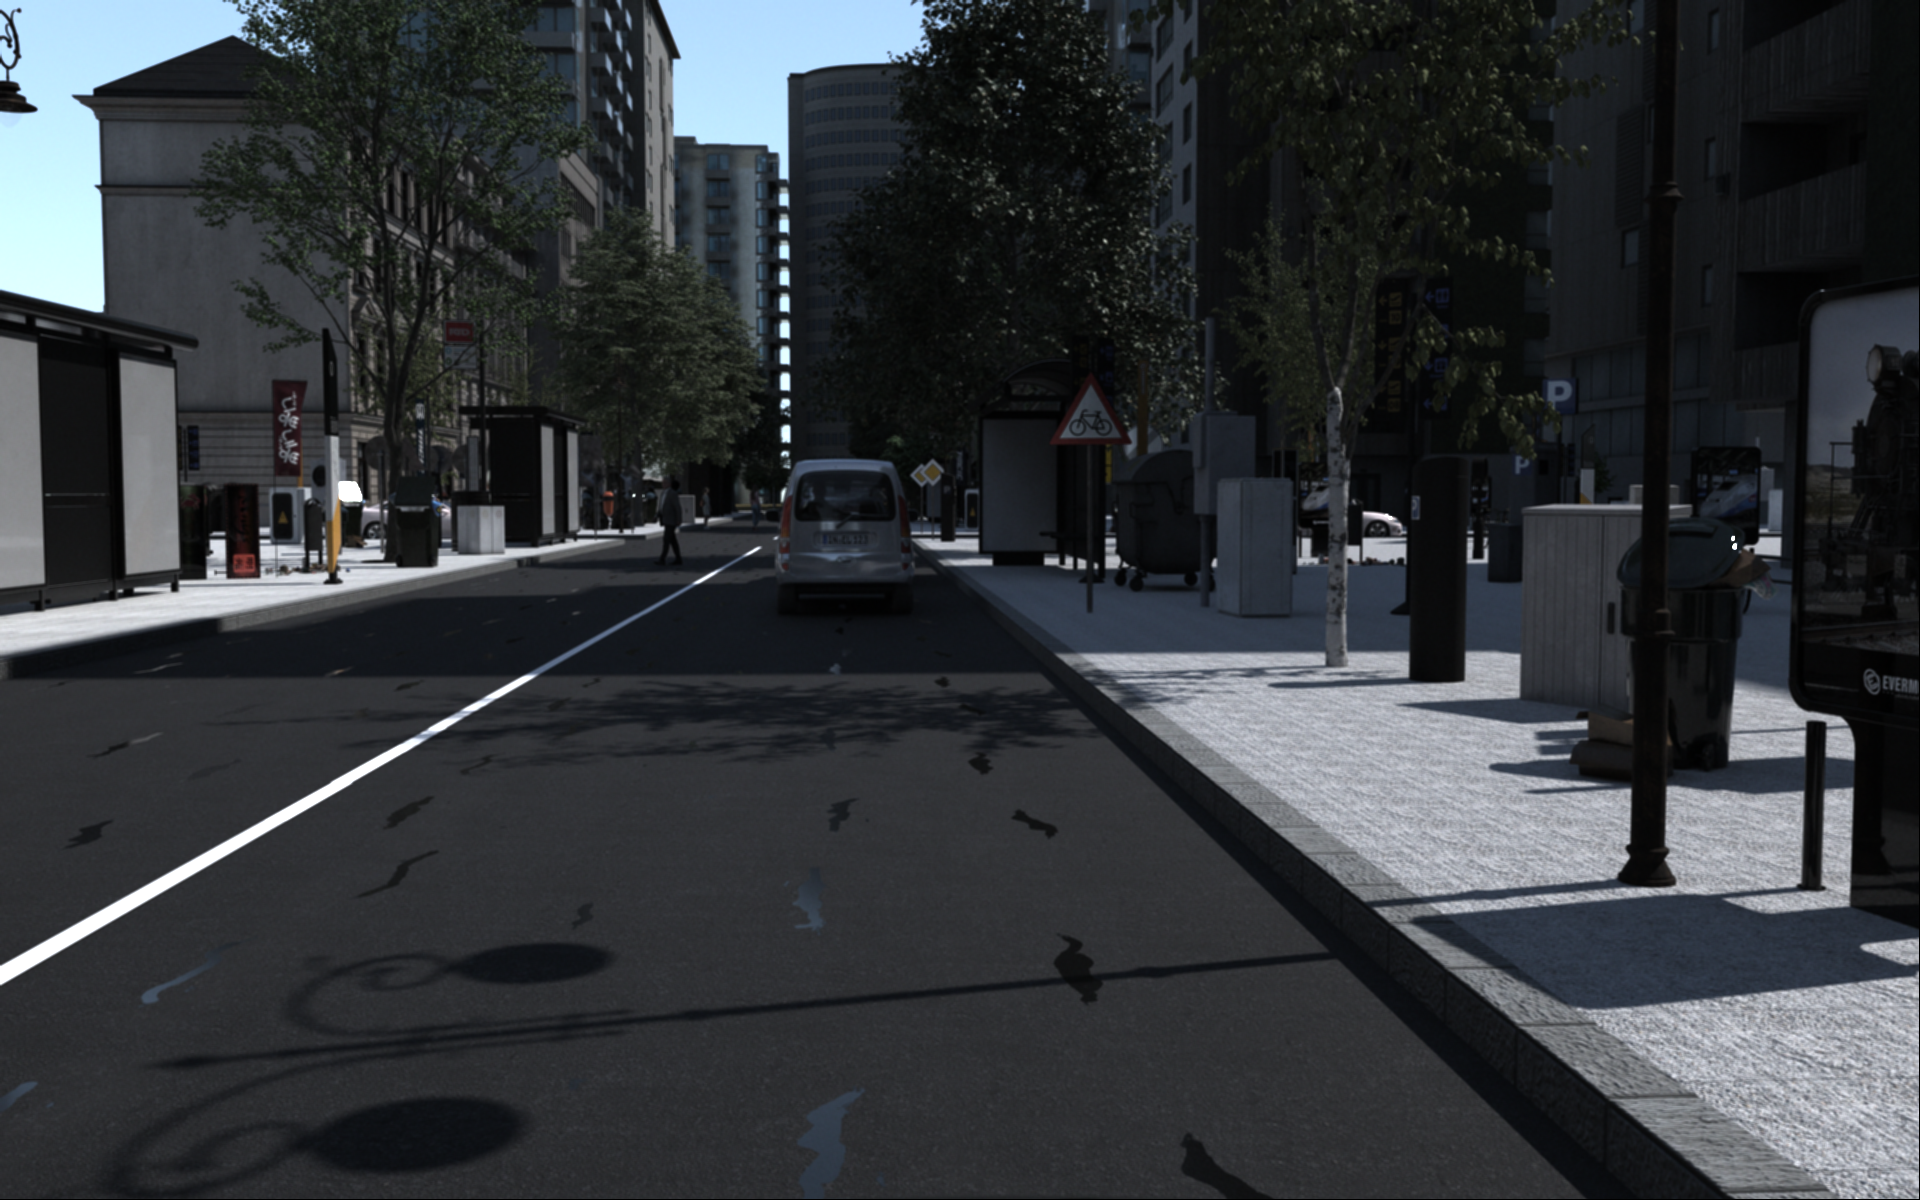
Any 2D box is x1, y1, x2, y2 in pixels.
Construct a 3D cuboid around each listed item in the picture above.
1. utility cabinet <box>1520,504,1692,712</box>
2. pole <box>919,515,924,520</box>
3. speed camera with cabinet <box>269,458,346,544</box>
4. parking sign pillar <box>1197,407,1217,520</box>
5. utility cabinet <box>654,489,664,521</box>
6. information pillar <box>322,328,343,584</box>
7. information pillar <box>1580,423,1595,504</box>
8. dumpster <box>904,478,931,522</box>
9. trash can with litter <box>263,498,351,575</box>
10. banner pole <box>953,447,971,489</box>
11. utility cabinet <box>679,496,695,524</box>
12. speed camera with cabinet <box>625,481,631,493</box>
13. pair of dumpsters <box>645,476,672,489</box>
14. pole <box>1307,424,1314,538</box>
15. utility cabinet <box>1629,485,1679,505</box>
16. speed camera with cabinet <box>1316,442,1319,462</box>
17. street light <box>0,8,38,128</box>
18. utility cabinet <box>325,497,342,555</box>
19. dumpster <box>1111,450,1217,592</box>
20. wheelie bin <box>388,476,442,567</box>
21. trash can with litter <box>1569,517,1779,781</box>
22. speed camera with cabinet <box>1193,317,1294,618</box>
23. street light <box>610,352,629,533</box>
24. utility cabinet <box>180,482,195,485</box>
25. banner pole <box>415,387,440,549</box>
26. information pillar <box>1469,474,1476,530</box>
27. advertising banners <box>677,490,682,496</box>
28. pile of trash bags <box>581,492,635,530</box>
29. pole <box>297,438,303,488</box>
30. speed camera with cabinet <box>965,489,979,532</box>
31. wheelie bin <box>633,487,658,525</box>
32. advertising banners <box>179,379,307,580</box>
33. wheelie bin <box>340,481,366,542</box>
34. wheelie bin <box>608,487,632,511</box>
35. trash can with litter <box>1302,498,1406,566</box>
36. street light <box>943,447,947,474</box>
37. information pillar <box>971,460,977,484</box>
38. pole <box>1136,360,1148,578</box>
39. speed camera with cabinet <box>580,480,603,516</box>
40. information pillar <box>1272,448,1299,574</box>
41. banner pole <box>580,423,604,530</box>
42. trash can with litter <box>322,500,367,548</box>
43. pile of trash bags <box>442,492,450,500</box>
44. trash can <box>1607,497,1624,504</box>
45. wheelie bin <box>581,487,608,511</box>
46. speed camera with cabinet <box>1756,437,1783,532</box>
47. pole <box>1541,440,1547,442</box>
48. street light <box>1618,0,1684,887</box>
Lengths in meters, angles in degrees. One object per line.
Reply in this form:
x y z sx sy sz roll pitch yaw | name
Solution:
3.850 0.046 10.408 0.306 1.237 1.020 -2 4 -29 | utility cabinet
-1.912 -5.641 86.073 0.158 3.312 0.155 0 3 0 | pole
-16.670 -3.051 44.220 2.038 3.252 0.660 1 4 22 | speed camera with cabinet
7.124 -3.669 48.460 1.447 3.967 1.447 -3 5 -43 | parking sign pillar
-14.539 -4.575 83.488 1.173 1.500 0.318 -2 4 -28 | utility cabinet
-8.967 -2.041 24.726 0.183 3.616 0.504 0 4 -7 | information pillar
20.786 -4.036 57.338 0.504 3.616 0.183 -1 4 -17 | information pillar
-1.768 -4.668 78.821 1.502 2.255 1.985 0 4 -3 | dumpster
-10.872 -1.060 28.394 1.678 1.210 2.233 0 4 4 | trash can with litter
0.135 -4.332 60.840 0.863 3.779 0.401 -1 4 -19 | banner pole
-12.036 -3.915 75.168 1.020 1.237 0.306 0 4 -1 | utility cabinet
-19.517 -6.725 104.297 0.660 3.252 2.038 1 4 14 | speed camera with cabinet
-16.255 -5.535 92.995 1.574 2.255 4.437 0 4 -3 | pair of dumpsters
10.159 -3.446 50.190 0.158 3.312 0.155 0 3 0 | pole
17.520 -2.143 43.722 1.173 1.500 0.318 0 4 -7 | utility cabinet
12.097 -3.918 58.401 0.660 3.252 2.038 1 4 22 | speed camera with cabinet
-8.639 -2.595 15.215 0.468 5.910 1.993 0 4 -3 | street light
-13.386 -1.582 37.024 0.306 1.237 1.020 -1 4 -22 | utility cabinet
2.788 -1.081 23.430 1.264 1.857 1.865 0 4 -3 | dumpster
-9.557 -1.379 30.459 0.980 1.594 0.693 0 4 -1 | wheelie bin
3.288 0.207 8.007 0.624 1.170 1.055 3 5 43 | trash can with litter
3.065 -1.499 18.841 0.660 3.252 2.038 0 4 -6 | speed camera with cabinet
-11.098 -5.125 56.575 0.468 5.910 1.993 0 4 -3 | street light
-13.931 -1.373 31.126 0.318 1.500 1.173 -2 4 -29 | utility cabinet
-12.413 -3.066 40.152 0.401 3.779 0.863 1 4 9 | banner pole
18.473 -3.523 62.090 0.304 2.012 0.304 0 4 -2 | information pillar
-17.059 -6.656 105.008 0.090 3.025 2.074 -2 4 -28 | advertising banners
-13.031 -3.323 64.076 1.912 1.369 3.447 -1 4 -12 | pile of trash bags
-24.162 -4.255 63.407 0.158 3.312 0.155 0 3 0 | pole
0.985 -3.931 58.613 0.660 3.252 2.038 -3 4 -37 | speed camera with cabinet
-13.622 -4.140 75.603 0.980 1.594 0.693 3 4 36 | wheelie bin
-10.905 -1.835 26.196 2.074 3.025 0.090 -2 4 -35 | advertising banners
-15.193 -2.129 42.723 0.693 1.594 0.980 3 5 42 | wheelie bin
-18.035 -5.136 91.886 0.693 1.594 0.980 3 5 43 | wheelie bin
7.346 -1.241 31.349 2.233 1.210 1.678 3 5 40 | trash can with litter
-0.403 -4.587 47.791 0.468 5.910 1.993 0 4 -3 | street light
0.920 -7.769 118.371 0.504 3.616 0.183 0 4 1 | information pillar
2.786 -1.996 26.480 0.158 3.312 0.155 0 3 0 | pole
-23.520 -7.023 109.169 2.038 3.252 0.660 1 4 23 | speed camera with cabinet
5.197 -1.420 27.707 0.304 2.012 0.304 -1 4 -21 | information pillar
-13.003 -4.350 61.140 0.863 3.779 0.401 1 4 9 | banner pole
-14.719 -1.839 41.461 1.055 1.170 0.624 1 4 10 | trash can with litter
-19.221 -3.552 67.830 3.447 1.369 1.912 2 4 24 | pile of trash bags
30.350 -4.195 80.249 0.748 1.137 0.748 0 3 0 | trash can
-14.474 -3.679 68.060 0.693 1.594 0.980 1 4 16 | wheelie bin
27.916 -3.975 59.333 0.660 3.252 2.038 -1 4 -15 | speed camera with cabinet
22.113 -4.394 65.692 0.158 3.312 0.155 0 3 0 | pole
2.274 -2.004 5.555 0.468 5.910 1.993 0 4 -3 | street light
